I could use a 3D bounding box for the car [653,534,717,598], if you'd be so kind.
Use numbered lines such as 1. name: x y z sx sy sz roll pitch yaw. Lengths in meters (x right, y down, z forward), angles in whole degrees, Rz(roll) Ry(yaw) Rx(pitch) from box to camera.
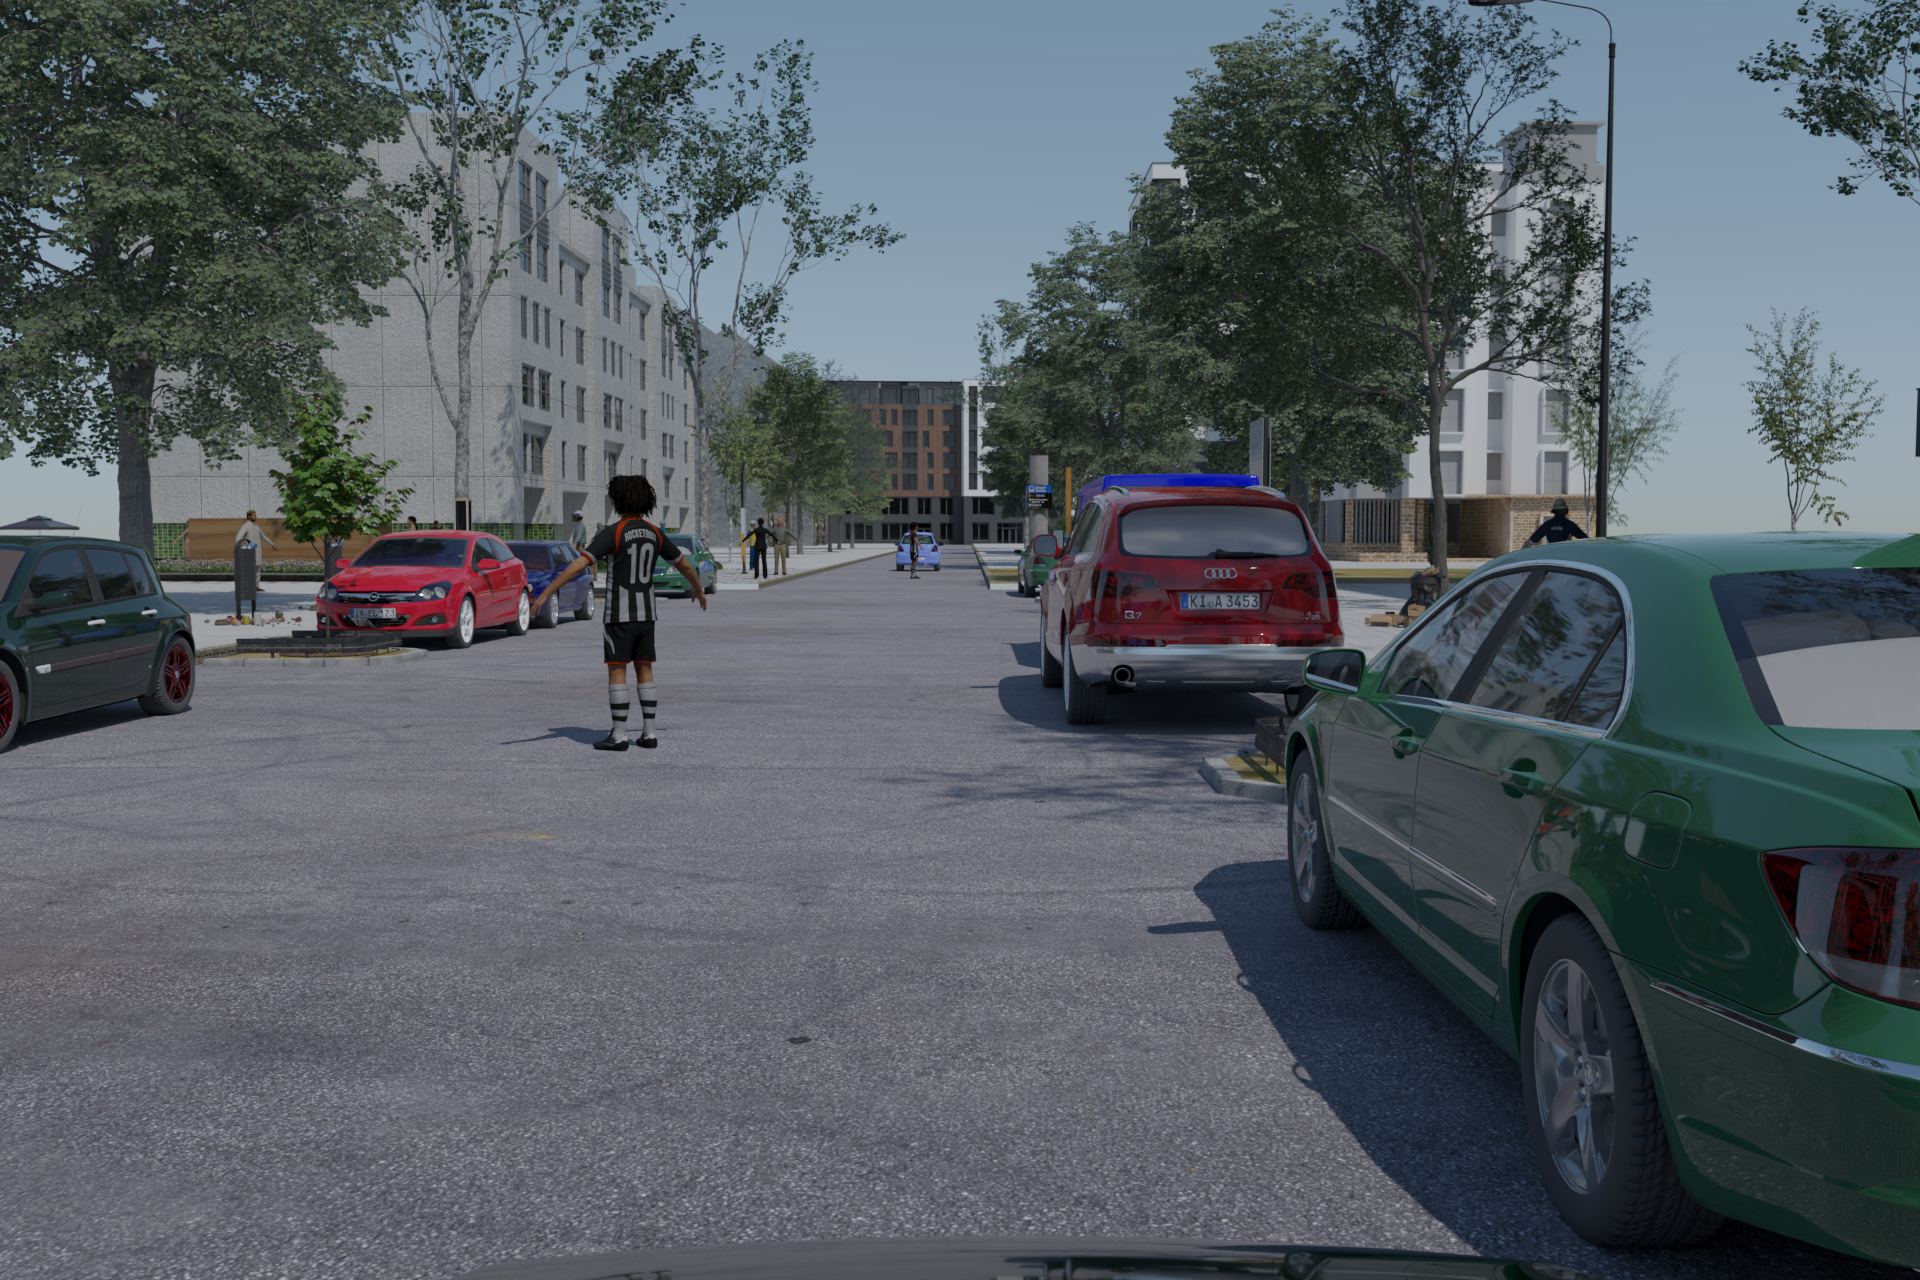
1. car: -6.765 -1.729 40.062 2.131 1.459 4.920 0 4 0

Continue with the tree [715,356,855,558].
1. tree: -9.366 -9.614 91.594 8.767 10.594 7.601 1 4 21

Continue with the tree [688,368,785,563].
1. tree: -9.987 -7.743 76.965 4.737 8.622 4.395 0 3 0

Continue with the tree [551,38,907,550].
1. tree: -8.484 -12.822 65.524 12.611 20.169 13.585 0 3 0

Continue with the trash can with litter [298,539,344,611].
1. trash can with litter: -10.462 -1.137 29.646 1.678 1.210 2.233 0 4 1

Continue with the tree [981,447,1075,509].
1. tree: 6.134 -12.225 134.286 8.767 10.594 7.601 -1 4 -16

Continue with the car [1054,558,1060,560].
1. car: 2.638 -1.274 30.416 1.945 1.707 3.694 0 4 -1

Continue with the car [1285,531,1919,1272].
1. car: 2.152 0.421 4.907 2.131 1.459 4.920 0 3 0

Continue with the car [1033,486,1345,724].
1. car: 1.784 -0.361 14.583 2.281 1.827 5.304 0 4 -1

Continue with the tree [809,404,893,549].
1. tree: -9.848 -14.266 151.380 7.486 12.596 7.792 0 3 0

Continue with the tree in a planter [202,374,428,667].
1. tree in a planter: -7.171 -1.365 19.538 1.991 3.239 1.994 0 4 0

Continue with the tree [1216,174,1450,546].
1. tree: 11.266 -8.247 52.958 7.486 12.596 7.792 0 3 0

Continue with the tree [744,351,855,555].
1. tree: -10.443 -11.620 108.115 7.486 12.596 7.792 0 3 0

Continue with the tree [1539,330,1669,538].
1. tree: 22.775 -6.891 63.032 4.360 8.622 3.978 0 3 0

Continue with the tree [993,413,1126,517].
1. tree: 6.147 -10.573 107.281 8.767 10.594 7.601 0 4 4

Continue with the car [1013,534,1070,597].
1. car: 2.343 -1.767 40.696 2.131 1.459 4.920 0 4 -1

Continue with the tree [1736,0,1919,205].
1. tree: 25.875 -11.598 45.520 12.611 20.169 13.585 0 3 0

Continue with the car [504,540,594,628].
1. car: -7.000 -0.913 27.515 1.945 1.354 3.894 0 4 0

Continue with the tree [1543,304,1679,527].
1. tree: 20.626 -6.471 56.158 4.360 8.622 3.978 0 3 0

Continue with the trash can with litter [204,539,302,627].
1. trash can with litter: -10.042 -0.853 25.009 1.678 1.210 2.233 0 4 1

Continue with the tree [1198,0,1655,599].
1. tree: 7.711 -5.755 28.506 7.601 10.594 8.767 2 4 25

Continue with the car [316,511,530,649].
1. car: -7.038 -0.853 22.982 2.155 1.783 4.494 0 4 1

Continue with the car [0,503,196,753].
1. car: -7.060 -0.158 12.374 2.009 1.686 4.222 0 4 1

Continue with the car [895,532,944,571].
1. car: -1.606 -3.552 67.667 1.945 1.707 3.694 0 4 0

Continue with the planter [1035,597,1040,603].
1. planter: 2.592 -0.947 36.617 1.991 0.319 1.994 0 4 1

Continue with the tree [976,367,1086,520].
1. tree: 5.325 -13.226 122.900 9.857 13.997 8.962 0 3 0

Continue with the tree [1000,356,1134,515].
1. tree: 6.021 -10.464 96.848 9.928 11.665 9.643 0 3 0

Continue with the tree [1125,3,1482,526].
1. tree: 8.454 -8.305 42.435 9.857 13.997 8.962 0 3 0

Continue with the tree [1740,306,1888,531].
1. tree: 27.002 -6.437 55.604 4.737 8.622 4.395 0 3 0

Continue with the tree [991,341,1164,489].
1. tree: 5.598 -8.859 79.256 8.767 10.594 7.601 0 4 -2

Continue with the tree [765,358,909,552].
1. tree: -9.175 -12.878 120.924 12.009 13.543 11.850 0 3 0

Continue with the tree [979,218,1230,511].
1. tree: 5.946 -9.897 68.465 9.857 13.997 8.962 0 3 0

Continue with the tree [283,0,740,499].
1. tree: -12.171 -11.590 45.383 12.611 20.169 13.585 0 3 0

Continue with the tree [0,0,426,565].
1. tree: -13.201 -7.367 27.104 9.857 13.997 8.962 0 3 0

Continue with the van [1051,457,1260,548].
1. van: 2.251 -0.956 20.009 2.240 2.365 5.245 0 3 0

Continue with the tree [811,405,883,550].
1. tree: -9.836 -13.141 140.604 9.928 11.665 9.643 0 3 0

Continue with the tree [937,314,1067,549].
1. tree: 4.408 -18.016 150.446 12.611 20.169 13.585 0 3 0
